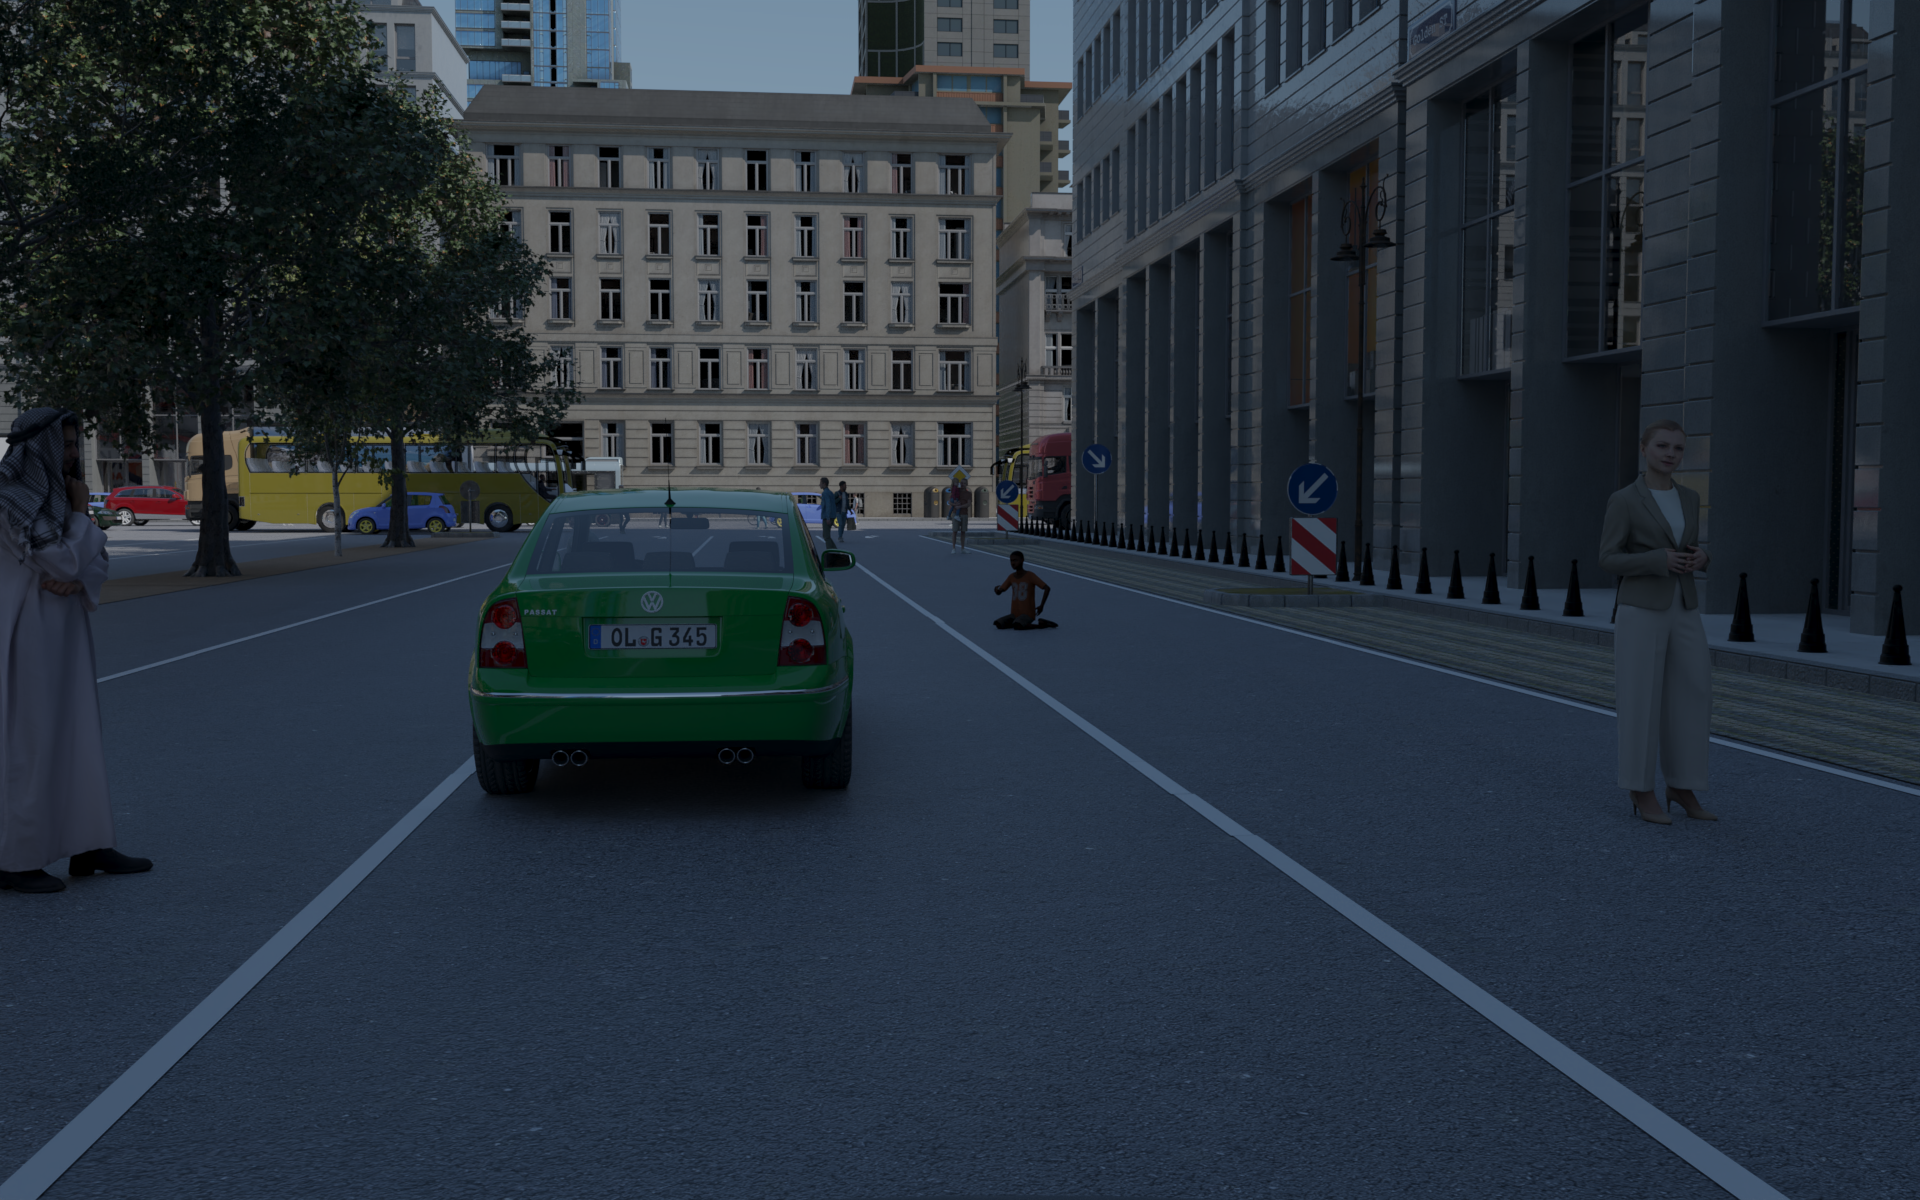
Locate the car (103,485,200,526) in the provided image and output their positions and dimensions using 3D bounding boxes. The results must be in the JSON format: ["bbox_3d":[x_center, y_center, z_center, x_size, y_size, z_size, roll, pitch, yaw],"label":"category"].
[{"bbox_3d":[-35.762,-4.246,78.098,5.304,1.827,2.281,0,4,-5],"label":"car"}]

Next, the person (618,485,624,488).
[{"bbox_3d":[-12.259,-3.264,62.354,0.515,1.767,0.782,3,4,38],"label":"person"}]

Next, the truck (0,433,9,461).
[{"bbox_3d":[-48.409,-5.566,79.922,11.283,4.237,2.839,0,4,-7],"label":"truck"}]

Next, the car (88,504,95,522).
[{"bbox_3d":[-35.296,-3.433,64.810,5.304,1.827,2.281,0,4,-8],"label":"car"}]

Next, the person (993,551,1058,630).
[{"bbox_3d":[0.609,-0.096,18.364,0.859,0.850,0.655,3,4,37],"label":"person"}]

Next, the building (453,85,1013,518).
[{"bbox_3d":[-12.993,-16.315,100.028,30.059,22.955,16.112,0,4,-7],"label":"building"}]

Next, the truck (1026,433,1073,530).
[{"bbox_3d":[7.696,-4.916,69.284,11.283,4.237,2.839,0,4,-8],"label":"truck"}]

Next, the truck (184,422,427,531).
[{"bbox_3d":[-25.004,-4.835,67.962,11.283,4.237,2.839,0,4,-5],"label":"truck"}]

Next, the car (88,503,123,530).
[{"bbox_3d":[-35.392,-3.583,68.362,4.222,1.686,2.009,-1,4,-8],"label":"car"}]

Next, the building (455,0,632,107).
[{"bbox_3d":[-61.198,-57.698,256.036,31.000,86.520,22.319,0,4,-7],"label":"building"}]

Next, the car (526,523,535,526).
[{"bbox_3d":[-17.794,-4.071,78.571,4.499,1.417,2.014,0,4,-5],"label":"car"}]

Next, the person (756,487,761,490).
[{"bbox_3d":[-8.215,-3.776,71.081,0.563,1.720,0.643,-3,5,-40],"label":"person"}]

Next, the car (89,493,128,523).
[{"bbox_3d":[-42.668,-4.610,84.967,3.694,1.707,1.945,0,4,-6],"label":"car"}]

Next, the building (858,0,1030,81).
[{"bbox_3d":[-3.422,-46.934,205.620,20.563,71.187,20.611,0,4,-7],"label":"building"}]

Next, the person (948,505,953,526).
[{"bbox_3d":[-0.234,-4.204,77.365,0.434,1.807,0.598,-2,4,-34],"label":"person"}]

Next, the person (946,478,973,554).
[{"bbox_3d":[-0.034,-2.026,41.595,0.573,1.828,0.580,2,4,35],"label":"person"}]

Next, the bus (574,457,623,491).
[{"bbox_3d":[-23.585,-5.593,86.311,13.247,3.499,2.948,0,4,-8],"label":"bus"}]

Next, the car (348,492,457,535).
[{"bbox_3d":[-19.926,-3.197,61.868,3.694,1.707,1.945,0,4,-8],"label":"car"}]

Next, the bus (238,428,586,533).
[{"bbox_3d":[-20.455,-4.501,65.131,12.252,3.916,2.896,0,4,-5],"label":"bus"}]

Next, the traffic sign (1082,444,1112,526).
[{"bbox_3d":[3.465,-2.685,44.013,0.768,2.556,0.104,0,4,-3],"label":"traffic sign"}]

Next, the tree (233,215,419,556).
[{"bbox_3d":[-14.136,-5.276,39.077,4.737,8.622,4.395,0,3,0],"label":"tree"}]

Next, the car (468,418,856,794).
[{"bbox_3d":[-1.540,-0.055,9.700,1.959,1.807,4.718,0,4,-5],"label":"car"}]

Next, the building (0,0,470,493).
[{"bbox_3d":[-42.643,-19.363,94.082,29.804,29.767,11.434,0,4,-7],"label":"building"}]

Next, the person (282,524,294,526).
[{"bbox_3d":[-30.377,-4.223,78.223,0.598,1.740,0.731,-2,4,-32],"label":"person"}]

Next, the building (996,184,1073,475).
[{"bbox_3d":[14.562,-15.929,102.234,24.055,21.916,13.314,0,4,-7],"label":"building"}]

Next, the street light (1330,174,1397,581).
[{"bbox_3d":[5.881,-3.219,25.424,0.468,5.910,1.993,0,4,-7],"label":"street light"}]

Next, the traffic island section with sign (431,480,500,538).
[{"bbox_3d":[-16.376,-3.021,57.523,2.006,1.907,1.989,0,4,-7],"label":"traffic island section with sign"}]

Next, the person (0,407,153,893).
[{"bbox_3d":[-3.298,0.177,6.282,0.621,1.740,0.551,-1,4,-23],"label":"person"}]

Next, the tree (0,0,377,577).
[{"bbox_3d":[-12.979,-6.754,29.890,9.611,12.733,9.660,0,3,0],"label":"tree"}]

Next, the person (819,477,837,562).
[{"bbox_3d":[-2.738,-1.679,36.302,0.444,1.785,0.601,1,4,19],"label":"person"}]

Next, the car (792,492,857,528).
[{"bbox_3d":[-6.209,-3.875,72.950,3.694,1.707,1.945,0,4,-7],"label":"car"}]

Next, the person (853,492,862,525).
[{"bbox_3d":[-4.841,-4.256,80.673,0.523,1.515,0.503,-3,5,-41],"label":"person"}]

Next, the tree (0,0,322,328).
[{"bbox_3d":[-11.601,-5.097,20.202,8.767,10.594,7.601,0,4,-7],"label":"tree"}]

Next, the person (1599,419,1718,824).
[{"bbox_3d":[3.068,0.091,7.556,0.519,1.759,0.362,-1,4,-14],"label":"person"}]

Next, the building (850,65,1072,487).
[{"bbox_3d":[-0.643,-32.245,181.834,22.147,44.769,28.867,0,4,-7],"label":"building"}]

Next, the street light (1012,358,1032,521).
[{"bbox_3d":[2.095,-5.256,58.716,0.468,5.910,1.993,0,4,-7],"label":"street light"}]

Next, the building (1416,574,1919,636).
[{"bbox_3d":[14.072,-14.391,12.786,11.434,29.767,29.804,0,4,-7],"label":"building"}]

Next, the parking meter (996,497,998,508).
[{"bbox_3d":[3.193,-9.098,154.461,0.255,1.863,0.399,1,4,14],"label":"parking meter"}]

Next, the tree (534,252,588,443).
[{"bbox_3d":[-15.072,-7.755,46.259,9.611,12.733,9.660,0,3,0],"label":"tree"}]

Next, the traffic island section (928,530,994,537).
[{"bbox_3d":[0.001,-2.258,59.194,2.009,0.180,2.903,0,4,-7],"label":"traffic island section"}]

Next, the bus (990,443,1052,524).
[{"bbox_3d":[7.670,-5.519,81.789,12.252,3.916,2.896,0,4,-6],"label":"bus"}]

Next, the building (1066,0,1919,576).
[{"bbox_3d":[10.762,-16.237,42.976,11.434,29.767,29.804,0,4,-7],"label":"building"}]

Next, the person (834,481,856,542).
[{"bbox_3d":[-3.448,-2.612,51.194,0.794,1.824,0.713,-2,4,-28],"label":"person"}]

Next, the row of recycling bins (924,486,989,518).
[{"bbox_3d":[-0.200,-5.274,93.342,3.534,1.692,1.069,0,4,-6],"label":"row of recycling bins"}]

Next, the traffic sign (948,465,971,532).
[{"bbox_3d":[-0.022,-3.393,59.114,0.795,2.450,0.064,0,4,-7],"label":"traffic sign"}]
